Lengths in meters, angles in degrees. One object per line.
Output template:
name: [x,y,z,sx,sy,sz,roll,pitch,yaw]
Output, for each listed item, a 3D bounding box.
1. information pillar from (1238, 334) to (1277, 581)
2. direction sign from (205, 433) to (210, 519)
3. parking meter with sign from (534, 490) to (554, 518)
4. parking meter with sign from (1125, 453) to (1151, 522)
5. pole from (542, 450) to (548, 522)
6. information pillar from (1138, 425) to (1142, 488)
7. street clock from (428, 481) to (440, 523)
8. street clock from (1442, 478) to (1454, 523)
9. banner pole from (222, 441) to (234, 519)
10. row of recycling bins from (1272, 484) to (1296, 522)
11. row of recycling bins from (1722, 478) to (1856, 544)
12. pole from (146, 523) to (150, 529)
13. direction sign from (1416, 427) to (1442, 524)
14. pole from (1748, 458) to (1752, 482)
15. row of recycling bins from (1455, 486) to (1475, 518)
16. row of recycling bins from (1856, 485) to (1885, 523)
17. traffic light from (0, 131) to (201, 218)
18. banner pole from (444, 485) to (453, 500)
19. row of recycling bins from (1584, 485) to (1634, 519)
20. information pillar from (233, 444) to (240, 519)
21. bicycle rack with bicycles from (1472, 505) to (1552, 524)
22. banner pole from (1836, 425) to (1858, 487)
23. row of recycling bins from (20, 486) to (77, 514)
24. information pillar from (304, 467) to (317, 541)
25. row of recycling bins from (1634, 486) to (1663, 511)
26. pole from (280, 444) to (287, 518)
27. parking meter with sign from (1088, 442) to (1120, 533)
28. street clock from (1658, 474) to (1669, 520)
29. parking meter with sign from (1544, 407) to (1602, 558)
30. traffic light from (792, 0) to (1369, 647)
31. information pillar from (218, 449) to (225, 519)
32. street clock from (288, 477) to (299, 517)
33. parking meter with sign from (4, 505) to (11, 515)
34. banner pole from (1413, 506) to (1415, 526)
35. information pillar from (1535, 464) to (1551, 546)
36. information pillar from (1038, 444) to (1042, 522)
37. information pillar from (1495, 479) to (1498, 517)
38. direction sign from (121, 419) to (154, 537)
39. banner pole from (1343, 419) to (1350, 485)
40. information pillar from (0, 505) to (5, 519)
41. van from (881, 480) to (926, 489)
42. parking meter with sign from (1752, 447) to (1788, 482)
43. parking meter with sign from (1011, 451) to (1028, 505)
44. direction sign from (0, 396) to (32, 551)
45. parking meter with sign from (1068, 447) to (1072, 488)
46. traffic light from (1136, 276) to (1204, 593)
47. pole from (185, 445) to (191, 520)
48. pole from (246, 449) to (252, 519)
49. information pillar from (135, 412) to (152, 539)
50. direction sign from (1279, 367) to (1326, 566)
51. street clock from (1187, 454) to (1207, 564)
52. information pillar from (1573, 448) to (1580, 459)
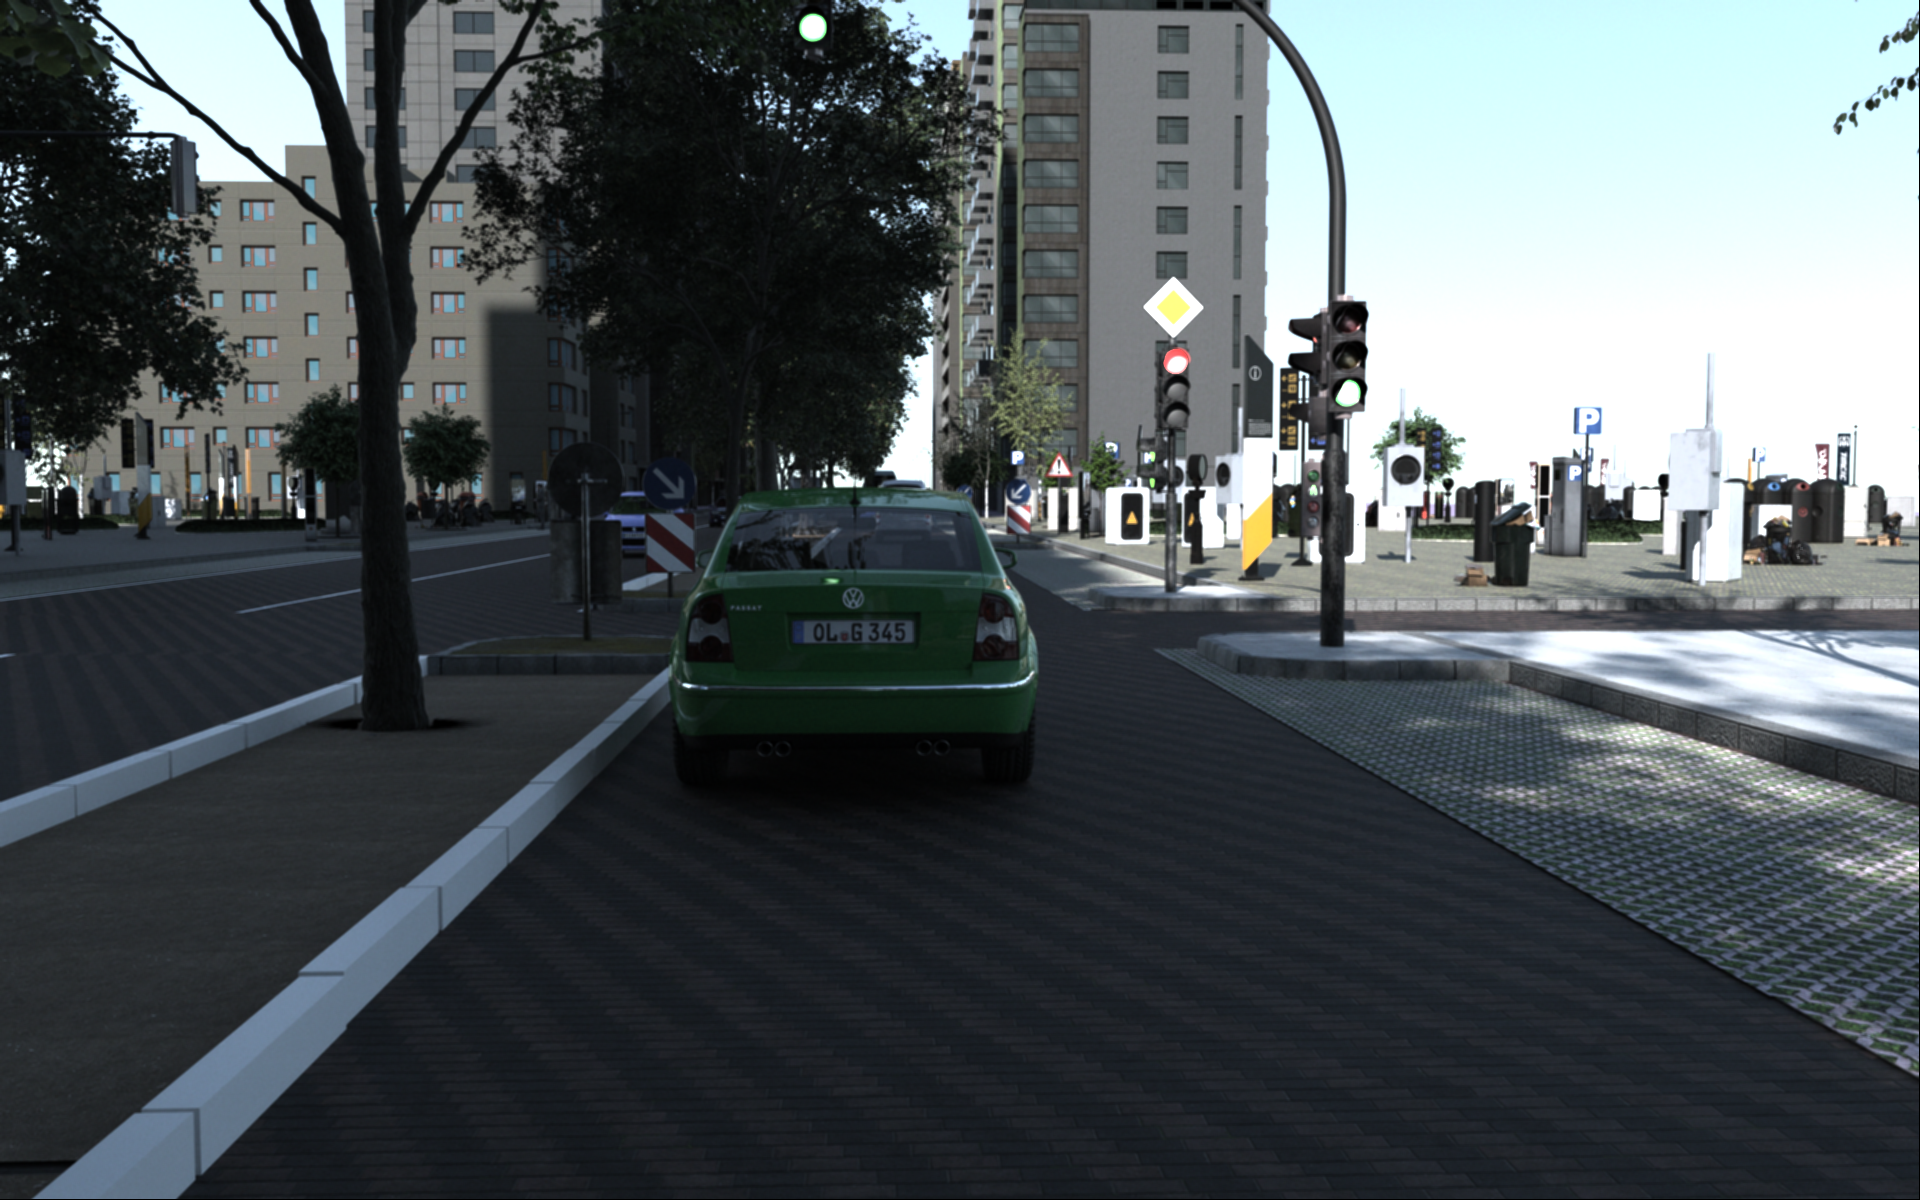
information pillar: [4.398,-2.096,25.622,0.504,3.616,0.183,-2,4,-27]
direction sign: [-28.254,-4.471,65.100,0.379,3.537,0.876,-2,4,-32]
parking meter with sign: [-21.950,-5.902,92.751,1.738,3.016,0.543,1,4,12]
parking meter with sign: [6.720,-4.326,66.993,1.738,3.016,0.543,-3,4,-38]
pole: [-19.346,-5.316,80.755,0.158,3.312,0.155,0,3,0]
information pillar: [6.045,-4.091,58.247,0.183,3.616,0.504,1,4,11]
street clock: [-23.046,-4.365,75.936,0.471,2.002,0.358,0,4,5]
street clock: [21.905,-4.476,77.745,0.358,2.002,0.471,-3,4,-37]
banner pole: [-34.748,-5.645,82.320,0.401,3.779,0.863,2,4,28]
row of recycling bins: [12.880,-3.812,69.445,1.069,1.692,3.534,-3,5,-39]
row of recycling bins: [21.379,-2.329,45.200,3.534,1.692,1.069,-1,4,-13]
pole: [-30.085,-4.288,63.959,0.158,3.312,0.155,0,3,0]
direction sign: [15.949,-4.098,58.993,0.876,3.537,0.379,0,4,-7]
pole: [44.741,-6.381,98.166,0.158,3.312,0.155,0,3,0]
row of recycling bins: [27.895,-5.214,92.363,1.069,1.692,3.534,-2,4,-34]
row of recycling bins: [39.518,-4.313,77.630,3.534,1.692,1.069,3,5,43]
traffic light: [-12.071,-2.885,21.834,4.771,5.953,1.251,0,4,-3]
banner pole: [-24.092,-5.607,81.684,0.401,3.779,0.863,1,4,14]
row of recycling bins: [28.481,-4.317,77.698,3.534,1.692,1.069,-2,4,-30]
information pillar: [-34.170,-5.531,81.781,0.183,3.616,0.504,0,4,-5]
bicycle rack with bicycles: [17.824,-2.558,55.205,2.925,0.926,2.852,1,4,18]
banner pole: [32.107,-4.442,62.645,0.863,3.779,0.401,0,4,5]
row of recycling bins: [-46.663,-4.978,88.499,3.534,1.692,1.069,1,4,17]
information pillar: [-17.707,-2.613,47.212,0.304,2.012,0.304,-1,4,-21]
row of recycling bins: [35.665,-5.146,91.247,3.534,1.692,1.069,-1,4,-18]
pole: [-27.621,-4.702,70.725,0.158,3.312,0.155,0,3,0]
parking meter with sign: [4.705,-3.754,57.632,0.543,3.016,1.738,2,4,29]
street clock: [25.043,-3.487,61.579,0.358,2.002,0.471,-1,4,-15]
parking meter with sign: [12.512,-2.405,35.578,0.543,3.016,1.738,0,4,-4]
traffic light: [1.033,-2.424,14.307,4.771,5.953,1.251,0,4,-3]
information pillar: [-38.316,-6.026,89.878,0.183,3.616,0.504,-3,5,-44]
street clock: [-27.882,-4.153,72.473,0.471,2.002,0.358,3,4,39]
parking meter with sign: [-51.585,-5.963,93.748,0.543,3.016,1.738,0,4,-1]
banner pole: [17.879,-4.824,68.883,0.401,3.779,0.863,-3,5,-39]
information pillar: [14.334,-2.332,42.622,0.304,2.012,0.304,0,4,3]
information pillar: [3.715,-5.485,81.031,0.183,3.616,0.504,0,4,-4]
information pillar: [26.046,-4.849,83.767,0.304,2.012,0.304,0,4,-1]
direction sign: [-24.787,-3.686,52.264,0.876,3.537,0.379,-2,4,-26]
banner pole: [10.353,-3.482,46.955,0.863,3.779,0.401,-2,4,-35]
information pillar: [-38.396,-4.770,69.348,0.183,3.616,0.504,-3,5,-44]
van: [-1.703,-2.726,51.575,2.013,2.044,4.112,0,4,-2]
parking meter with sign: [30.065,-4.132,63.812,0.543,3.016,1.738,-1,4,-22]
parking meter with sign: [2.426,-4.479,69.487,0.543,3.016,1.738,0,4,-6]
direction sign: [-21.465,-2.886,39.175,0.876,3.537,0.379,-3,5,-42]
parking meter with sign: [4.858,-4.106,63.390,1.738,3.016,0.543,1,4,9]
traffic light: [2.735,-2.055,22.524,0.839,4.253,0.868,0,4,-3]
pole: [-31.991,-4.765,71.749,0.158,3.312,0.155,0,3,0]
pole: [-32.087,-5.155,78.125,0.158,3.312,0.155,0,3,0]
information pillar: [-23.269,-3.548,49.364,0.504,3.616,0.183,2,4,26]
direction sign: [6.126,-2.382,30.939,0.876,3.537,0.379,2,4,27]
street clock: [4.338,-1.658,31.684,0.358,2.002,0.471,2,4,26]
information pillar: [31.349,-5.923,88.195,0.504,3.616,0.183,-2,4,-34]
